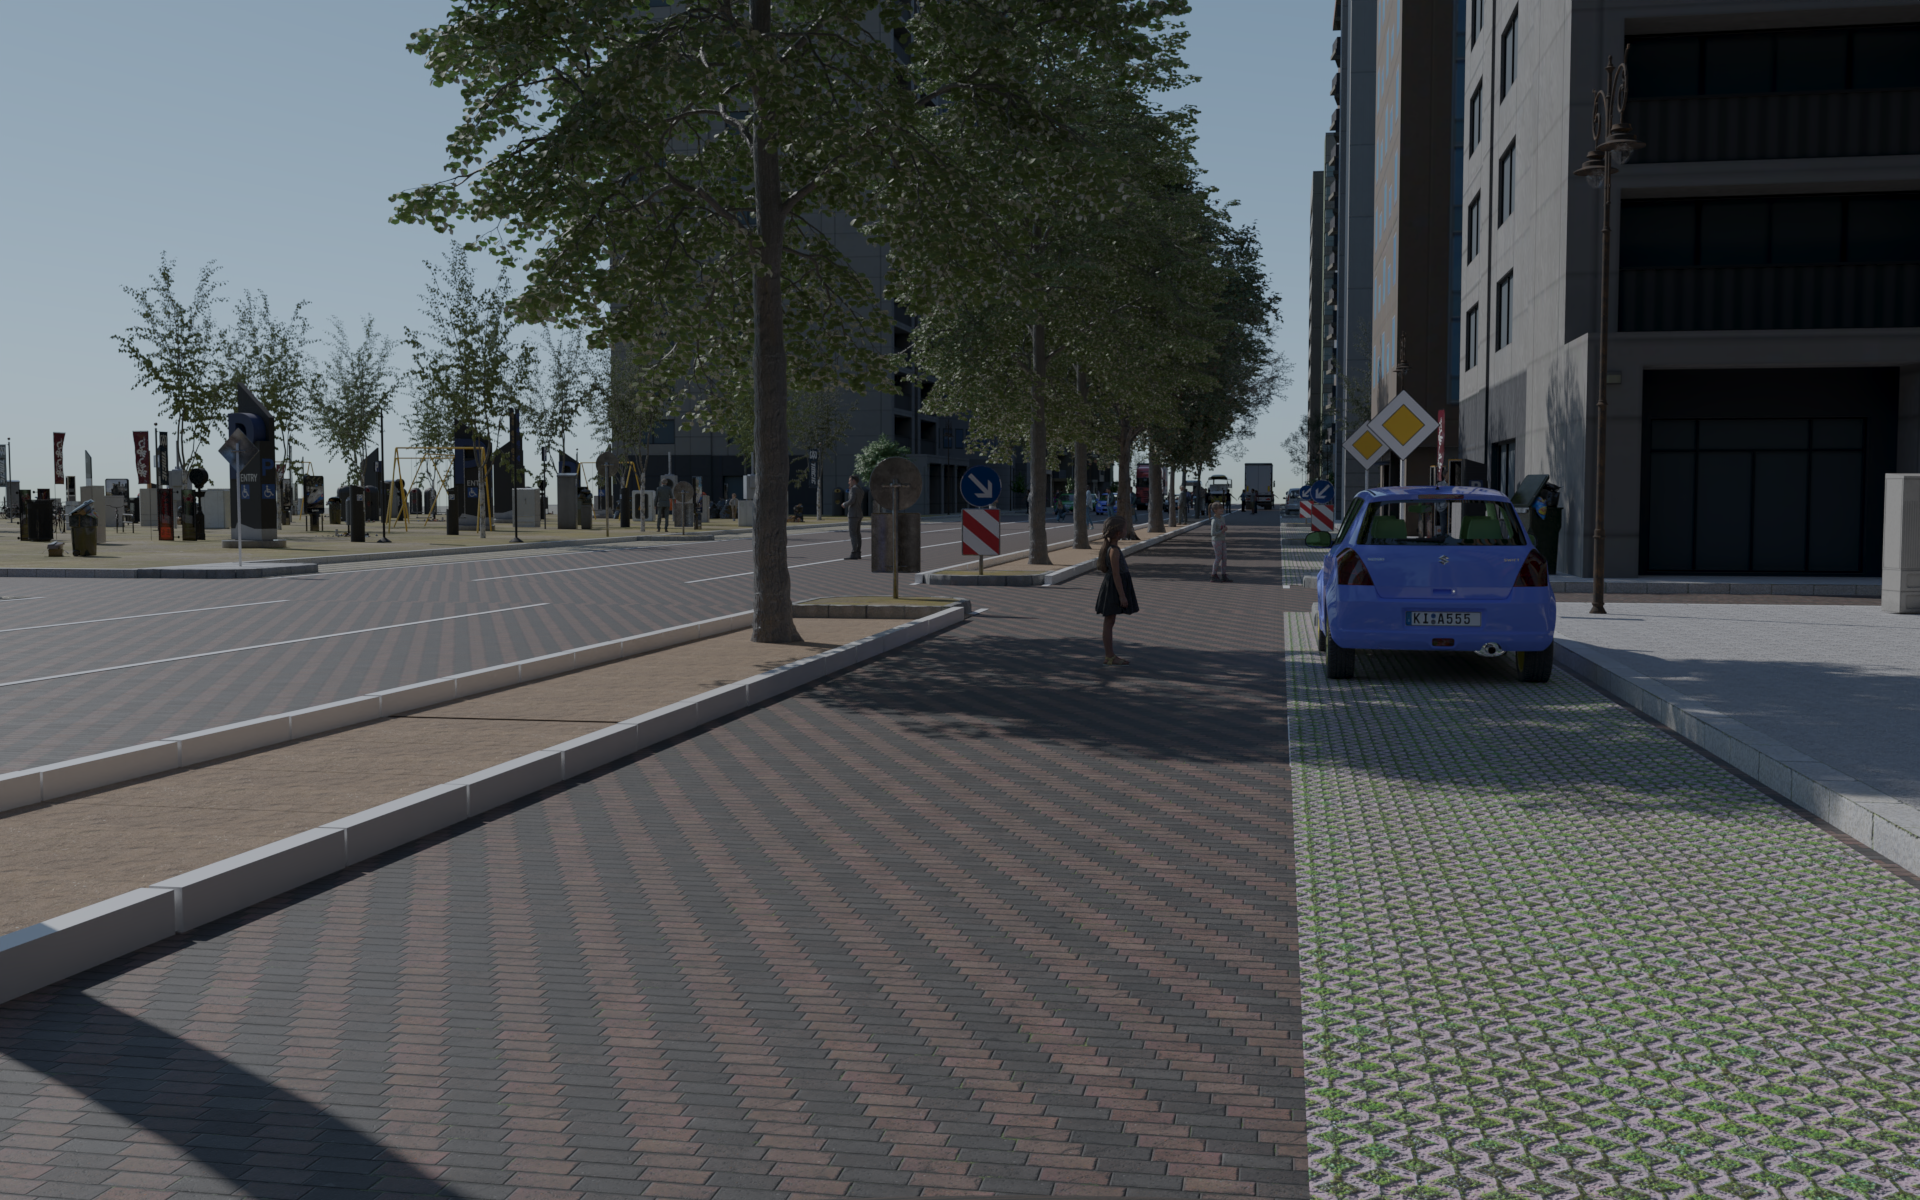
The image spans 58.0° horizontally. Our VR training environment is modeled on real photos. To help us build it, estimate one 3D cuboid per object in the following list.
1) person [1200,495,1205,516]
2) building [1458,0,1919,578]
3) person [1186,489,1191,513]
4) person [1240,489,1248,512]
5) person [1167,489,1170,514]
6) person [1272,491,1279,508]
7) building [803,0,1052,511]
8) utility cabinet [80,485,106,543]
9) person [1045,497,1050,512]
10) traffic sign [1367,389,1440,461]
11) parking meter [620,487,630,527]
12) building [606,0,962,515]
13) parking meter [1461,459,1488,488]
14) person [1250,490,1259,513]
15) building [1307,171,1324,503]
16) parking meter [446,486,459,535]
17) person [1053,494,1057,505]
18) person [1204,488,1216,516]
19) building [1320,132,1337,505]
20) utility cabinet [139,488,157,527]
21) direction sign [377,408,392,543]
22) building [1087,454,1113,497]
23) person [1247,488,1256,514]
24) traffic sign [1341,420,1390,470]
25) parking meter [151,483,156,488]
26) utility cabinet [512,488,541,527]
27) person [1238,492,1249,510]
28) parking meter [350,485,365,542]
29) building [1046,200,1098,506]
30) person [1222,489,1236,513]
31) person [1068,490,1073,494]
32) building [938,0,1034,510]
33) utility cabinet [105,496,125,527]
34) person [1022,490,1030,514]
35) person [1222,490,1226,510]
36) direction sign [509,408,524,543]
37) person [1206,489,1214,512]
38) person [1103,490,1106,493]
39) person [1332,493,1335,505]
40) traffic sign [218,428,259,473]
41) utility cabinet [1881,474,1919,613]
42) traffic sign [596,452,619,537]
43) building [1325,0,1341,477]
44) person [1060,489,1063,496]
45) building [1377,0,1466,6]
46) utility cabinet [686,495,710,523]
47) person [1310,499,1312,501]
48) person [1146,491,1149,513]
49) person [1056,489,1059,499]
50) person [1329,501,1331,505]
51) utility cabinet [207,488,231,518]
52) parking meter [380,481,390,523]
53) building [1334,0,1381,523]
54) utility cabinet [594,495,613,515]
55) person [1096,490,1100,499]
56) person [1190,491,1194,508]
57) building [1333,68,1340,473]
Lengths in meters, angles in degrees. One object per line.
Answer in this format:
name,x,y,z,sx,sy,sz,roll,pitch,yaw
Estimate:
person,14.581,-5.867,104.524,0.705,1.812,1.348,1,4,18
building,21.490,-36.342,32.438,20.611,71.187,20.563,1,4,10
person,17.178,-7.550,131.807,0.709,1.838,0.599,3,5,42
person,22.954,-8.052,140.129,0.705,1.826,1.348,-1,4,-16
person,15.011,-7.025,123.377,0.705,1.822,1.348,2,4,26
person,31.806,-10.198,175.949,1.217,1.736,0.721,2,4,32
building,-1.901,-44.411,164.376,20.563,71.187,20.611,1,4,10
utility cabinet,-22.236,-2.185,44.401,0.318,1.500,1.173,-1,4,-13
person,6.782,-7.792,139.119,0.991,1.433,0.599,0,4,-1
traffic sign,4.944,-1.046,19.291,0.795,2.593,0.064,1,4,10
parking meter,-12.942,-3.578,66.908,0.372,1.533,0.369,0,3,0
building,-10.200,-41.455,116.047,20.563,71.187,20.611,1,4,10
parking meter,8.490,-1.399,28.589,0.399,1.863,0.255,0,4,3
person,21.978,-7.339,129.206,0.721,1.743,1.217,3,5,40
building,60.221,-37.964,244.411,21.300,48.544,21.600,1,4,10
parking meter,-15.893,-2.802,54.222,0.372,1.533,0.369,0,3,0
person,7.316,-7.359,132.049,0.599,1.433,0.991,2,4,23
person,15.201,-6.038,107.238,1.348,1.822,0.705,1,4,23
building,48.405,-31.431,197.486,14.154,41.232,14.086,1,4,10
utility cabinet,-31.451,-3.616,67.798,1.173,1.500,0.318,-2,4,-31
direction sign,-15.270,-3.292,45.824,0.379,3.537,0.876,-1,4,-18
building,12.364,-27.709,224.747,14.160,30.474,14.107,1,4,10
person,20.598,-6.944,122.033,0.705,1.824,1.348,-1,4,-12
traffic sign,6.392,-1.526,27.144,0.795,2.593,0.064,1,4,10
parking meter,-40.327,-4.951,86.667,0.399,1.863,0.255,-1,4,-13
utility cabinet,-16.508,-3.499,65.896,1.173,1.500,0.318,2,4,31
person,23.246,-8.100,141.726,1.217,1.735,0.721,3,5,43
parking meter,-16.126,-2.320,46.349,0.372,1.533,0.369,0,3,0
building,4.510,-33.598,203.945,22.147,44.769,28.867,1,4,10
person,19.986,-7.355,128.773,1.348,1.822,0.705,3,5,41
person,8.456,-7.437,130.541,0.683,1.767,0.568,-1,4,-17
building,-6.336,-36.615,140.656,21.231,58.520,28.212,1,4,10
utility cabinet,-33.326,-3.468,67.863,1.020,1.237,0.306,-3,4,-36
person,4.856,-7.062,124.685,0.721,1.735,1.217,-2,4,-33
person,23.750,-9.002,155.771,0.705,1.812,1.348,0,4,7
direction sign,-11.764,-3.292,45.821,0.379,3.537,0.876,0,4,1
person,19.664,-7.858,136.995,1.348,1.823,0.705,-2,4,-35
person,17.060,-11.983,202.794,0.721,1.723,1.217,1,4,9
person,39.451,-10.788,183.360,0.756,1.711,0.436,-1,4,-17
traffic sign,-12.777,-1.743,30.685,0.795,2.593,0.064,1,4,10
utility cabinet,10.558,-0.607,18.606,1.173,1.500,0.318,-1,4,-9
traffic sign,-10.590,-3.172,51.966,0.768,2.556,0.104,1,4,14
building,41.912,-29.888,143.295,22.147,44.769,28.867,1,4,10
person,11.124,-11.185,188.545,0.705,1.869,1.348,0,4,7
building,35.442,-28.889,122.449,14.600,45.320,14.200,1,4,10
utility cabinet,-11.820,-4.094,78.101,1.020,1.237,0.306,1,4,13
person,40.840,-11.927,201.569,0.721,1.766,1.217,-2,4,-24
person,14.286,-7.394,130.854,0.415,1.643,0.593,0,4,4
person,9.203,-9.756,166.363,0.742,1.727,0.445,1,4,17
person,37.571,-10.420,176.398,1.348,1.826,0.705,1,4,9
utility cabinet,-28.975,-3.635,68.117,1.173,1.500,0.318,1,4,14
parking meter,-25.594,-4.370,77.167,0.399,1.863,0.255,2,4,24
building,29.280,-33.153,84.051,21.231,58.520,28.212,1,4,10
utility cabinet,-19.592,-5.138,95.175,1.020,1.237,0.306,1,4,10
person,15.771,-11.711,198.183,0.621,1.740,0.551,-2,4,-32
person,22.973,-9.981,172.484,0.742,1.727,0.445,3,4,38
building,43.084,-31.508,165.260,14.600,45.320,14.200,1,4,10
